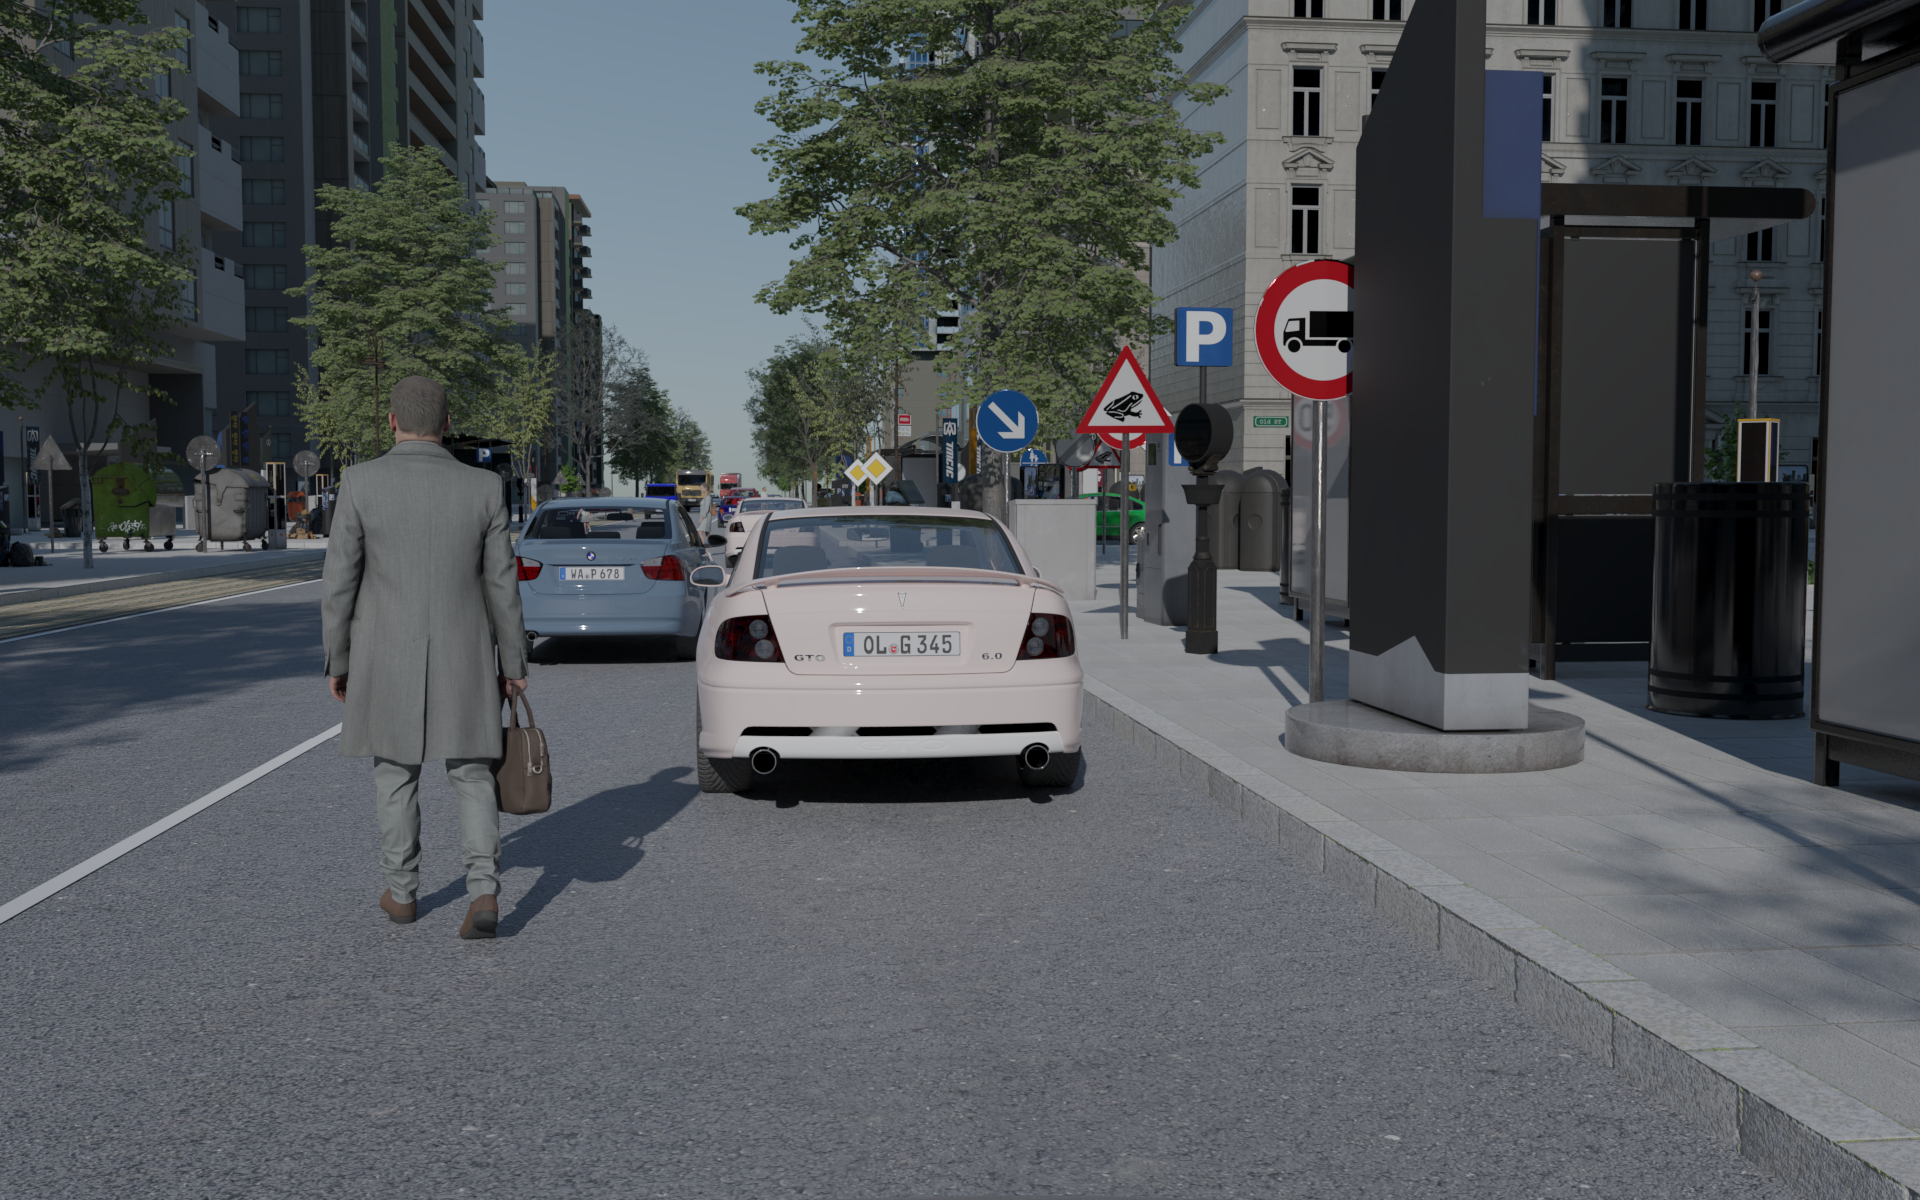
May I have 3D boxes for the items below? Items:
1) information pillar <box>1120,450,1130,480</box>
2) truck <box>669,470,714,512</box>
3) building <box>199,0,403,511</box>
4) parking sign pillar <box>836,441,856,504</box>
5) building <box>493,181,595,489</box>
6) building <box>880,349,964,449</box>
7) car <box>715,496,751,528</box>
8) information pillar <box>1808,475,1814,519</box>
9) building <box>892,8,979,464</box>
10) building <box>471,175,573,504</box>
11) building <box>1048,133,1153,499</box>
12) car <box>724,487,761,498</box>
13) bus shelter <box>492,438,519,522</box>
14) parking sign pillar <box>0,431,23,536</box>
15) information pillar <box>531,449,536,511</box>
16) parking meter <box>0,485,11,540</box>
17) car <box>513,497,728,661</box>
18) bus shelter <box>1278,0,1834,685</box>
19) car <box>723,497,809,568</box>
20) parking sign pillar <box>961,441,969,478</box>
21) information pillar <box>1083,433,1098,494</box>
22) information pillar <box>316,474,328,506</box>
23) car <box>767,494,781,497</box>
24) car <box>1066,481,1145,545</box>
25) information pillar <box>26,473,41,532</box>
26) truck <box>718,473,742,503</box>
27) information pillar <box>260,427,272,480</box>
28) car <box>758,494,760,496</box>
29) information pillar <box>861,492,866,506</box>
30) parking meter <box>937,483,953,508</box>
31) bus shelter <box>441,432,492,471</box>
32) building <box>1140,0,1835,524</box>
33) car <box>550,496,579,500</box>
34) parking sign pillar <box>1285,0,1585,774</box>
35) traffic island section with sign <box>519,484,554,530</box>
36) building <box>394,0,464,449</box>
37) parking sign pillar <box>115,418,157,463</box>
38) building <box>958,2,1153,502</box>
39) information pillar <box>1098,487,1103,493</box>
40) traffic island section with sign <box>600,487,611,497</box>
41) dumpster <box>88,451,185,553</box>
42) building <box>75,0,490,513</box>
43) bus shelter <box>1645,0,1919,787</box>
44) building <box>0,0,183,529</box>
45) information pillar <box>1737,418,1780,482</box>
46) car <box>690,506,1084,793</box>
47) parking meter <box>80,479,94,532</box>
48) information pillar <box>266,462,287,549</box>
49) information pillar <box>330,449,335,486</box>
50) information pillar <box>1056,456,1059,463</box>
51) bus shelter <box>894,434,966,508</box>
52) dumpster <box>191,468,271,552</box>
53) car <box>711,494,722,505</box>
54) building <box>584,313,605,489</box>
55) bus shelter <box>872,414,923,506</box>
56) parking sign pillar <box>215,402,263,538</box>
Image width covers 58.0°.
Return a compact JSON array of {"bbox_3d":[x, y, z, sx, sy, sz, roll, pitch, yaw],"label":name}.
[{"bbox_3d":[6.229,-4.542,65.611,0.183,3.616,0.504,-3,5,-40],"label":"information pillar"},{"bbox_3d":[-21.292,-8.750,138.989,3.469,3.379,9.791,0,4,-5],"label":"truck"},{"bbox_3d":[-44.179,-26.077,109.953,14.154,41.232,14.086,0,4,-6],"label":"building"},{"bbox_3d":[-5.725,-6.032,87.103,1.447,3.967,1.447,-3,4,-36],"label":"parking sign pillar"},{"bbox_3d":[-63.828,-36.101,244.882,22.147,44.769,28.867,0,4,-6],"label":"building"},{"bbox_3d":[3.749,-24.200,240.716,27.650,21.520,28.899,0,4,-6],"label":"building"},{"bbox_3d":[-9.601,-3.806,74.807,1.945,1.354,3.894,0,4,-7],"label":"car"},{"bbox_3d":[31.952,-3.718,65.286,0.304,2.012,0.304,-2,4,-33],"label":"information pillar"},{"bbox_3d":[-1.714,-58.442,268.197,22.319,86.520,31.000,0,4,-6],"label":"building"},{"bbox_3d":[-58.020,-33.005,223.231,14.154,41.232,14.086,0,4,-6],"label":"building"},{"bbox_3d":[10.044,-15.594,105.875,10.553,20.767,40.483,0,4,-6],"label":"building"},{"bbox_3d":[-12.577,-5.624,100.622,2.281,1.827,5.304,0,4,-6],"label":"car"},{"bbox_3d":[-20.524,-5.159,75.631,1.731,3.624,6.357,0,4,-7],"label":"bus shelter"},{"bbox_3d":[-29.869,-3.980,53.551,1.447,3.967,1.447,-2,4,-32],"label":"parking sign pillar"},{"bbox_3d":[-22.281,-6.066,90.535,0.183,3.616,0.504,-3,4,-36],"label":"information pillar"},{"bbox_3d":[-26.527,-2.419,47.962,0.372,1.533,0.369,0,3,0],"label":"parking meter"},{"bbox_3d":[-3.202,-0.256,16.189,2.014,1.417,4.499,0,4,-6],"label":"car"},{"bbox_3d":[4.342,-2.352,16.087,2.179,5.291,8.768,0,4,-6],"label":"bus shelter"},{"bbox_3d":[-3.760,-1.384,34.991,2.083,1.381,4.827,0,4,-5],"label":"car"},{"bbox_3d":[0.478,-5.476,78.003,1.447,3.967,1.447,-2,4,-25],"label":"parking sign pillar"},{"bbox_3d":[4.083,-3.832,54.004,0.504,3.616,0.183,2,4,30],"label":"information pillar"},{"bbox_3d":[-23.892,-3.697,64.938,0.304,2.012,0.304,1,4,21],"label":"information pillar"},{"bbox_3d":[-12.918,-6.541,118.955,2.014,1.417,4.499,0,4,-7],"label":"car"},{"bbox_3d":[3.393,-2.314,46.638,4.718,1.807,1.959,0,4,-6],"label":"car"},{"bbox_3d":[-31.642,-3.343,59.147,0.304,2.012,0.304,0,4,-2],"label":"information pillar"},{"bbox_3d":[-30.636,-14.826,231.325,2.839,4.237,11.283,0,4,-5],"label":"truck"},{"bbox_3d":[-23.983,-4.195,59.948,0.183,3.616,0.504,1,4,17],"label":"information pillar"},{"bbox_3d":[-22.959,-11.265,193.972,2.009,1.686,4.222,0,4,-5],"label":"car"},{"bbox_3d":[-5.544,-5.745,98.429,0.304,2.012,0.304,1,4,9],"label":"information pillar"},{"bbox_3d":[-0.367,-2.018,41.398,0.372,1.533,0.369,0,3,0],"label":"parking meter"},{"bbox_3d":[-20.048,-4.730,68.615,1.731,3.624,6.357,0,4,-7],"label":"bus shelter"},{"bbox_3d":[31.028,-18.224,74.373,44.131,29.872,17.030,0,4,-6],"label":"building"},{"bbox_3d":[-16.925,-3.751,73.912,1.945,1.354,3.894,0,4,-7],"label":"car"},{"bbox_3d":[2.355,-1.227,8.535,1.447,3.967,1.447,0,4,-7],"label":"parking sign pillar"},{"bbox_3d":[-16.747,-3.762,70.133,1.989,1.847,2.006,0,4,-6],"label":"traffic island section with sign"},{"bbox_3d":[-50.309,-30.975,130.142,21.300,48.544,21.600,0,4,-6],"label":"building"},{"bbox_3d":[-29.150,-4.456,61.333,1.447,3.967,1.447,3,5,40],"label":"parking sign pillar"},{"bbox_3d":[10.807,-43.288,146.017,20.563,71.187,20.611,0,4,-6],"label":"building"},{"bbox_3d":[5.924,-4.283,74.513,0.304,2.012,0.304,-2,4,-32],"label":"information pillar"},{"bbox_3d":[-19.824,-5.409,97.070,1.989,1.847,2.006,0,4,-6],"label":"traffic island section with sign"},{"bbox_3d":[-18.431,-2.218,38.751,1.502,2.255,1.985,0,4,-7],"label":"dumpster"},{"bbox_3d":[-57.447,-34.534,153.862,28.713,52.752,27.495,0,4,-6],"label":"building"},{"bbox_3d":[4.730,-1.744,6.144,2.179,5.291,8.768,0,4,-7],"label":"bus shelter"},{"bbox_3d":[-46.504,-29.416,70.190,28.713,52.752,27.495,0,4,-6],"label":"building"},{"bbox_3d":[7.833,-0.768,17.042,0.304,2.012,0.304,3,5,41],"label":"information pillar"},{"bbox_3d":[-0.492,0.159,9.762,2.083,1.381,4.827,0,4,-6],"label":"car"},{"bbox_3d":[-29.288,-3.206,58.130,0.399,1.863,0.255,-2,4,-30],"label":"parking meter"},{"bbox_3d":[-15.905,-2.191,40.314,0.304,2.012,0.304,2,4,33],"label":"information pillar"},{"bbox_3d":[-32.368,-5.996,89.394,0.183,3.616,0.504,-2,4,-34],"label":"information pillar"},{"bbox_3d":[5.255,-6.254,93.599,0.183,3.616,0.504,-1,4,-11],"label":"information pillar"},{"bbox_3d":[-1.110,-4.124,61.350,2.014,3.302,5.546,0,4,-7],"label":"bus shelter"},{"bbox_3d":[-16.337,-2.024,38.849,1.264,1.857,1.865,0,4,-6],"label":"dumpster"},{"bbox_3d":[-27.713,-11.142,194.173,2.014,1.417,4.499,0,4,-8],"label":"car"},{"bbox_3d":[-62.721,-30.295,267.031,14.160,30.474,14.107,0,4,-6],"label":"building"},{"bbox_3d":[-3.204,-6.514,84.140,2.179,5.291,8.768,0,4,-7],"label":"bus shelter"},{"bbox_3d":[-20.995,-3.781,50.284,1.447,3.967,1.447,1,4,18],"label":"parking sign pillar"}]
